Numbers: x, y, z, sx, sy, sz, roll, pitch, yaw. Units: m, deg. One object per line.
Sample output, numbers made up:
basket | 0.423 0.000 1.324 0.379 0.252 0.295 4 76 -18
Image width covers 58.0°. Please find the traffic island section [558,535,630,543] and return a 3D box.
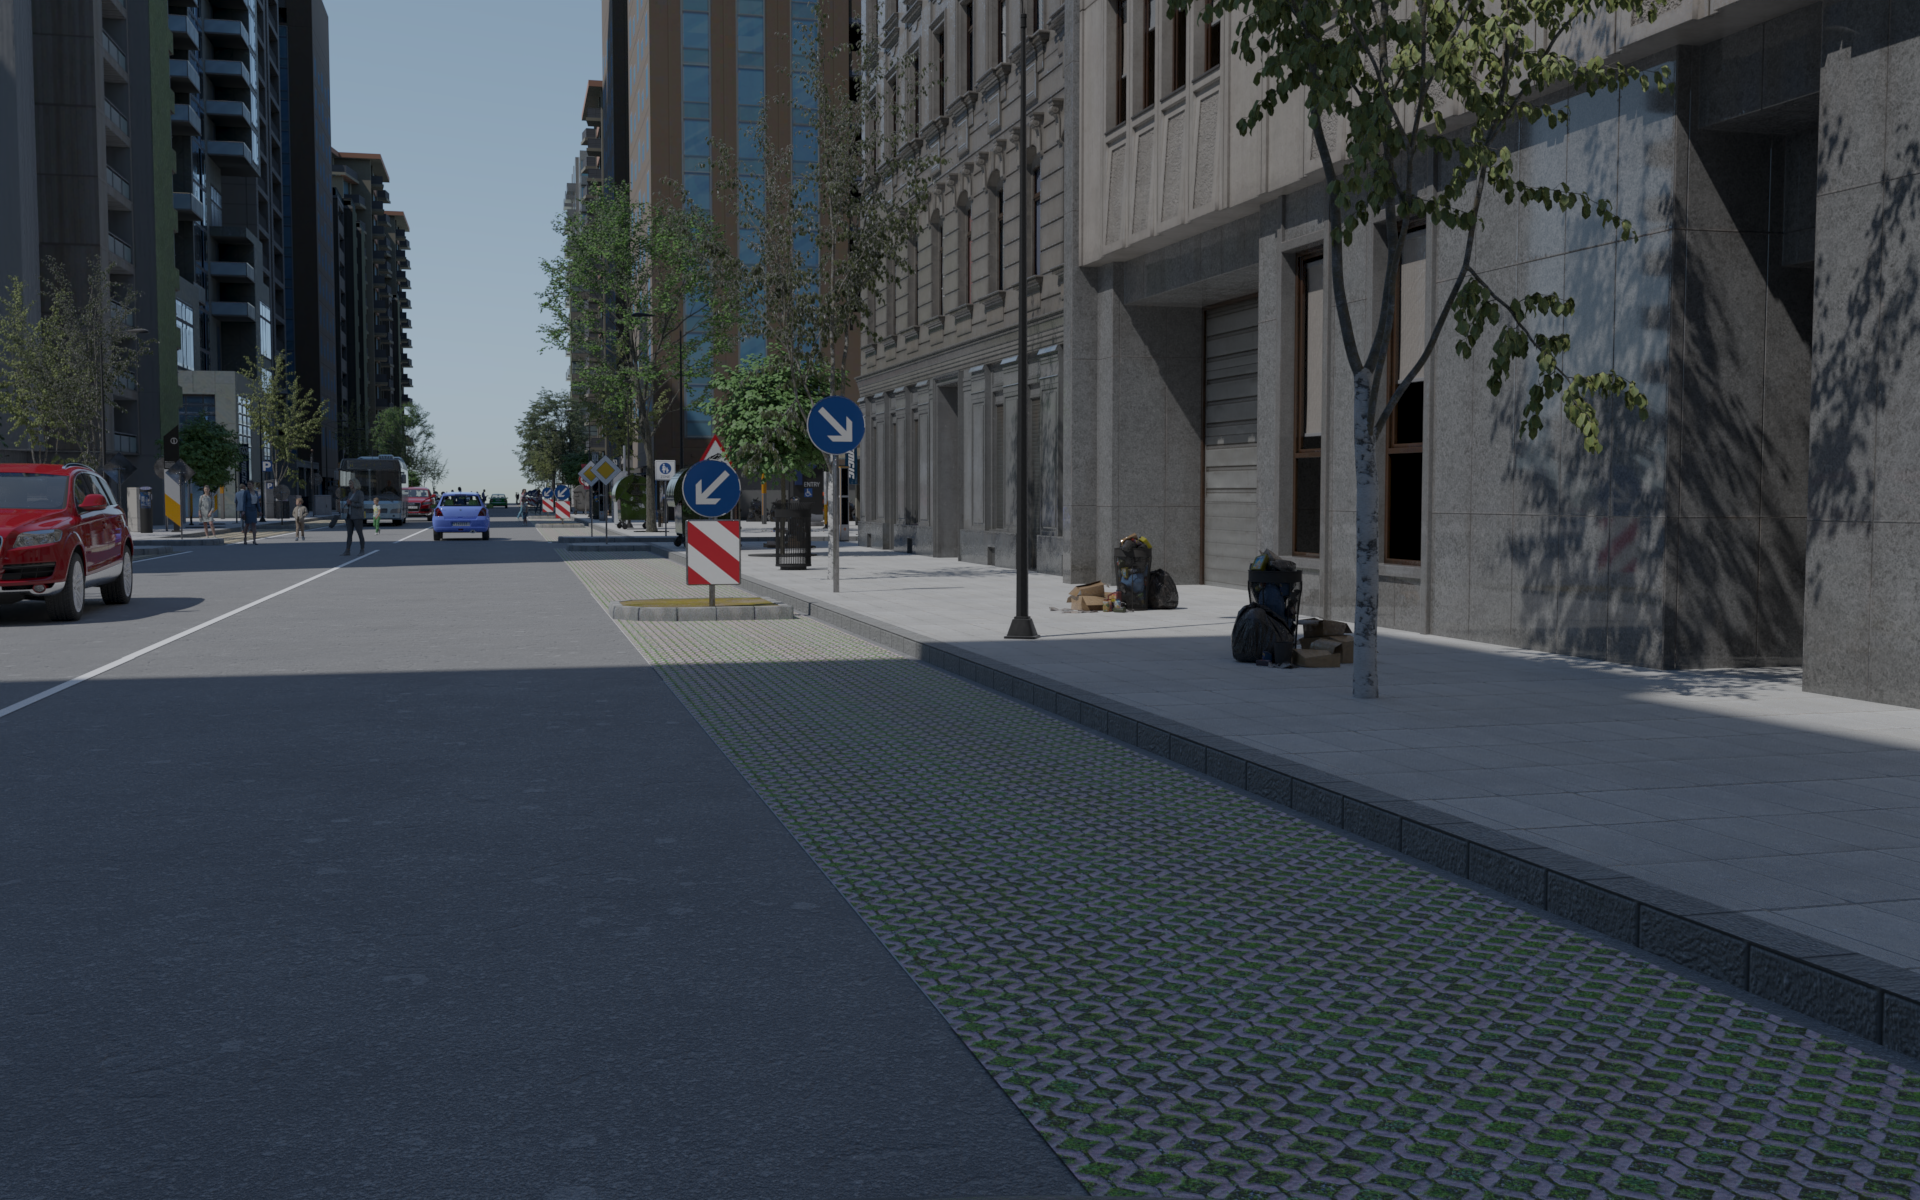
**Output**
traffic island section | -11.039 -1.821 52.053 2.009 0.180 2.903 -1 4 -15

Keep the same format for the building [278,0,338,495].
building | -60.614 -30.299 145.507 14.600 45.320 14.200 -1 4 -15

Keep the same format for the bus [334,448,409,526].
bus | -27.244 -5.257 80.818 2.948 3.499 13.247 -1 4 -16

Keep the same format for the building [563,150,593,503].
building | -44.024 -38.183 243.902 23.786 49.044 30.456 -1 4 -15

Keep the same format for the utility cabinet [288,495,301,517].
utility cabinet | -36.520 -5.136 95.132 1.020 1.237 0.306 3 5 44

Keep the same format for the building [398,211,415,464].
building | -93.285 -36.868 257.410 22.147 44.769 28.867 -1 4 -15

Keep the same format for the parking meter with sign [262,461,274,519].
parking meter with sign | -36.253 -5.784 90.828 0.543 3.016 1.738 -2 4 -27

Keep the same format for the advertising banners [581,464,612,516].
advertising banners | -20.871 -6.369 100.317 2.074 3.025 0.090 0 4 -7

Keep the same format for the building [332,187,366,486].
building | -63.674 -23.790 160.665 14.160 30.474 14.107 -1 4 -15

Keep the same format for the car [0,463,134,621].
car | -11.403 -0.747 20.882 2.281 1.827 5.304 -1 4 -16

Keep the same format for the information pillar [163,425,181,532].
information pillar | -26.470 -4.090 58.228 0.504 3.616 0.183 -1 4 -22

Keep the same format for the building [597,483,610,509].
building | -17.058 -28.597 159.436 32.217 40.220 23.993 -1 4 -15

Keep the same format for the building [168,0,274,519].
building | -52.682 -48.196 100.684 22.319 86.520 31.000 -1 4 -15

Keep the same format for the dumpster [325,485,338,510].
dumpster | -41.508 -6.685 115.062 1.264 1.857 1.865 -1 4 -14

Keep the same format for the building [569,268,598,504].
building | -42.666 -27.498 221.297 14.160 30.474 14.107 -1 4 -15

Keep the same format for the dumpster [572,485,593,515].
dumpster | -23.346 -6.216 107.393 1.264 1.857 1.865 -1 4 -15

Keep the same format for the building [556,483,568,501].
building | -47.087 -35.488 272.105 32.217 40.220 23.993 -1 4 -15

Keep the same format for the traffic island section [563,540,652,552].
traffic island section | -9.021 -1.348 44.326 2.009 0.180 2.903 -1 4 -15

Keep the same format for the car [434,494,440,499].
car | -65.157 -12.513 214.815 2.015 1.641 3.980 -1 4 -14

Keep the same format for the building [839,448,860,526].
building | 9.544 -25.368 69.392 28.867 44.769 22.147 -1 4 -15

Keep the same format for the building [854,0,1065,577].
building | 4.271 -11.338 34.530 9.793 20.994 18.267 -1 4 -15

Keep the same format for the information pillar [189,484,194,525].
information pillar | -31.582 -4.876 71.078 0.183 3.616 0.504 -2 4 -29

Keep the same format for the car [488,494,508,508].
car | -46.201 -10.064 173.334 1.959 1.807 4.718 -1 4 -15

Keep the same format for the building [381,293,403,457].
building | -84.466 -28.512 237.871 14.160 30.474 14.107 -1 4 -15

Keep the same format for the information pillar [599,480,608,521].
information pillar | -17.142 -4.815 83.219 0.304 2.012 0.304 2 4 24

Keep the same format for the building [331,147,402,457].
building | -82.408 -34.270 214.931 22.147 44.769 28.867 -1 4 -15

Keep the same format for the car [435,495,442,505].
car | -50.283 -9.520 168.232 1.945 1.354 3.894 -1 4 -16

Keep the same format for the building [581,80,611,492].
building | -28.639 -32.410 184.531 22.147 44.769 28.867 -1 4 -15

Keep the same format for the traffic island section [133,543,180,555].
traffic island section | -20.094 -1.172 41.449 2.009 0.180 2.903 -1 4 -15

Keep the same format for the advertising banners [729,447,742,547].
advertising banners | -5.133 -2.647 39.472 0.090 3.025 2.074 0 4 -1

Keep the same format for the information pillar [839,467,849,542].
information pillar | -3.199 -2.584 46.734 0.304 2.012 0.304 -3 5 -42

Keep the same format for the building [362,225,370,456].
building | -67.529 -24.619 174.214 14.160 30.474 14.107 -1 4 -15

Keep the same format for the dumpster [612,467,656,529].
dumpster | -11.919 -3.725 63.401 1.502 2.255 1.985 -1 4 -15

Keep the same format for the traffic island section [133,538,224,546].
traffic island section | -22.112 -1.645 49.176 2.009 0.180 2.903 -1 4 -15

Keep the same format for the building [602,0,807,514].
building | -20.927 -29.843 138.049 14.600 45.320 14.200 -1 4 -15

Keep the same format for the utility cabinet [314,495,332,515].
utility cabinet | -38.928 -5.786 105.766 1.020 1.237 0.306 -3 5 -44

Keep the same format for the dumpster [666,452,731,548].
dumpster | -6.186 -2.383 41.459 1.502 2.255 1.985 -1 4 -15

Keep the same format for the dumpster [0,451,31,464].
dumpster | -21.682 -2.244 39.186 1.502 2.255 1.985 -1 4 -15

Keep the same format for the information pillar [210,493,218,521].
information pillar | -35.899 -5.608 83.038 0.504 3.616 0.183 -3 5 -44

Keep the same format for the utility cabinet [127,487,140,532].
utility cabinet | -27.839 -3.053 58.600 0.318 1.500 1.173 -3 5 -39

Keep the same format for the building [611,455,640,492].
building | -12.518 -41.358 114.452 20.563 71.187 20.611 -1 4 -15

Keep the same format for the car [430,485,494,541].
car | -15.739 -2.760 54.714 1.945 1.707 3.694 -1 4 -15

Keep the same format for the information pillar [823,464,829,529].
information pillar | -4.937 -4.455 64.197 0.183 3.616 0.504 1 4 12

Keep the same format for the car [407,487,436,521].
car | -29.083 -5.120 92.377 2.281 1.827 5.304 -1 4 -14

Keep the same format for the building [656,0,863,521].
building | -9.678 -26.891 89.775 14.600 45.320 14.200 -1 4 -15

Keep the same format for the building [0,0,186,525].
building | -38.928 -23.398 66.145 14.154 41.232 14.086 -1 4 -15

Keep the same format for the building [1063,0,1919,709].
building | 9.800 -12.118 16.152 12.078 24.808 19.932 -1 4 -15

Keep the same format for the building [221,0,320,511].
building | -59.055 -42.128 127.053 20.563 71.187 20.611 -1 4 -15
